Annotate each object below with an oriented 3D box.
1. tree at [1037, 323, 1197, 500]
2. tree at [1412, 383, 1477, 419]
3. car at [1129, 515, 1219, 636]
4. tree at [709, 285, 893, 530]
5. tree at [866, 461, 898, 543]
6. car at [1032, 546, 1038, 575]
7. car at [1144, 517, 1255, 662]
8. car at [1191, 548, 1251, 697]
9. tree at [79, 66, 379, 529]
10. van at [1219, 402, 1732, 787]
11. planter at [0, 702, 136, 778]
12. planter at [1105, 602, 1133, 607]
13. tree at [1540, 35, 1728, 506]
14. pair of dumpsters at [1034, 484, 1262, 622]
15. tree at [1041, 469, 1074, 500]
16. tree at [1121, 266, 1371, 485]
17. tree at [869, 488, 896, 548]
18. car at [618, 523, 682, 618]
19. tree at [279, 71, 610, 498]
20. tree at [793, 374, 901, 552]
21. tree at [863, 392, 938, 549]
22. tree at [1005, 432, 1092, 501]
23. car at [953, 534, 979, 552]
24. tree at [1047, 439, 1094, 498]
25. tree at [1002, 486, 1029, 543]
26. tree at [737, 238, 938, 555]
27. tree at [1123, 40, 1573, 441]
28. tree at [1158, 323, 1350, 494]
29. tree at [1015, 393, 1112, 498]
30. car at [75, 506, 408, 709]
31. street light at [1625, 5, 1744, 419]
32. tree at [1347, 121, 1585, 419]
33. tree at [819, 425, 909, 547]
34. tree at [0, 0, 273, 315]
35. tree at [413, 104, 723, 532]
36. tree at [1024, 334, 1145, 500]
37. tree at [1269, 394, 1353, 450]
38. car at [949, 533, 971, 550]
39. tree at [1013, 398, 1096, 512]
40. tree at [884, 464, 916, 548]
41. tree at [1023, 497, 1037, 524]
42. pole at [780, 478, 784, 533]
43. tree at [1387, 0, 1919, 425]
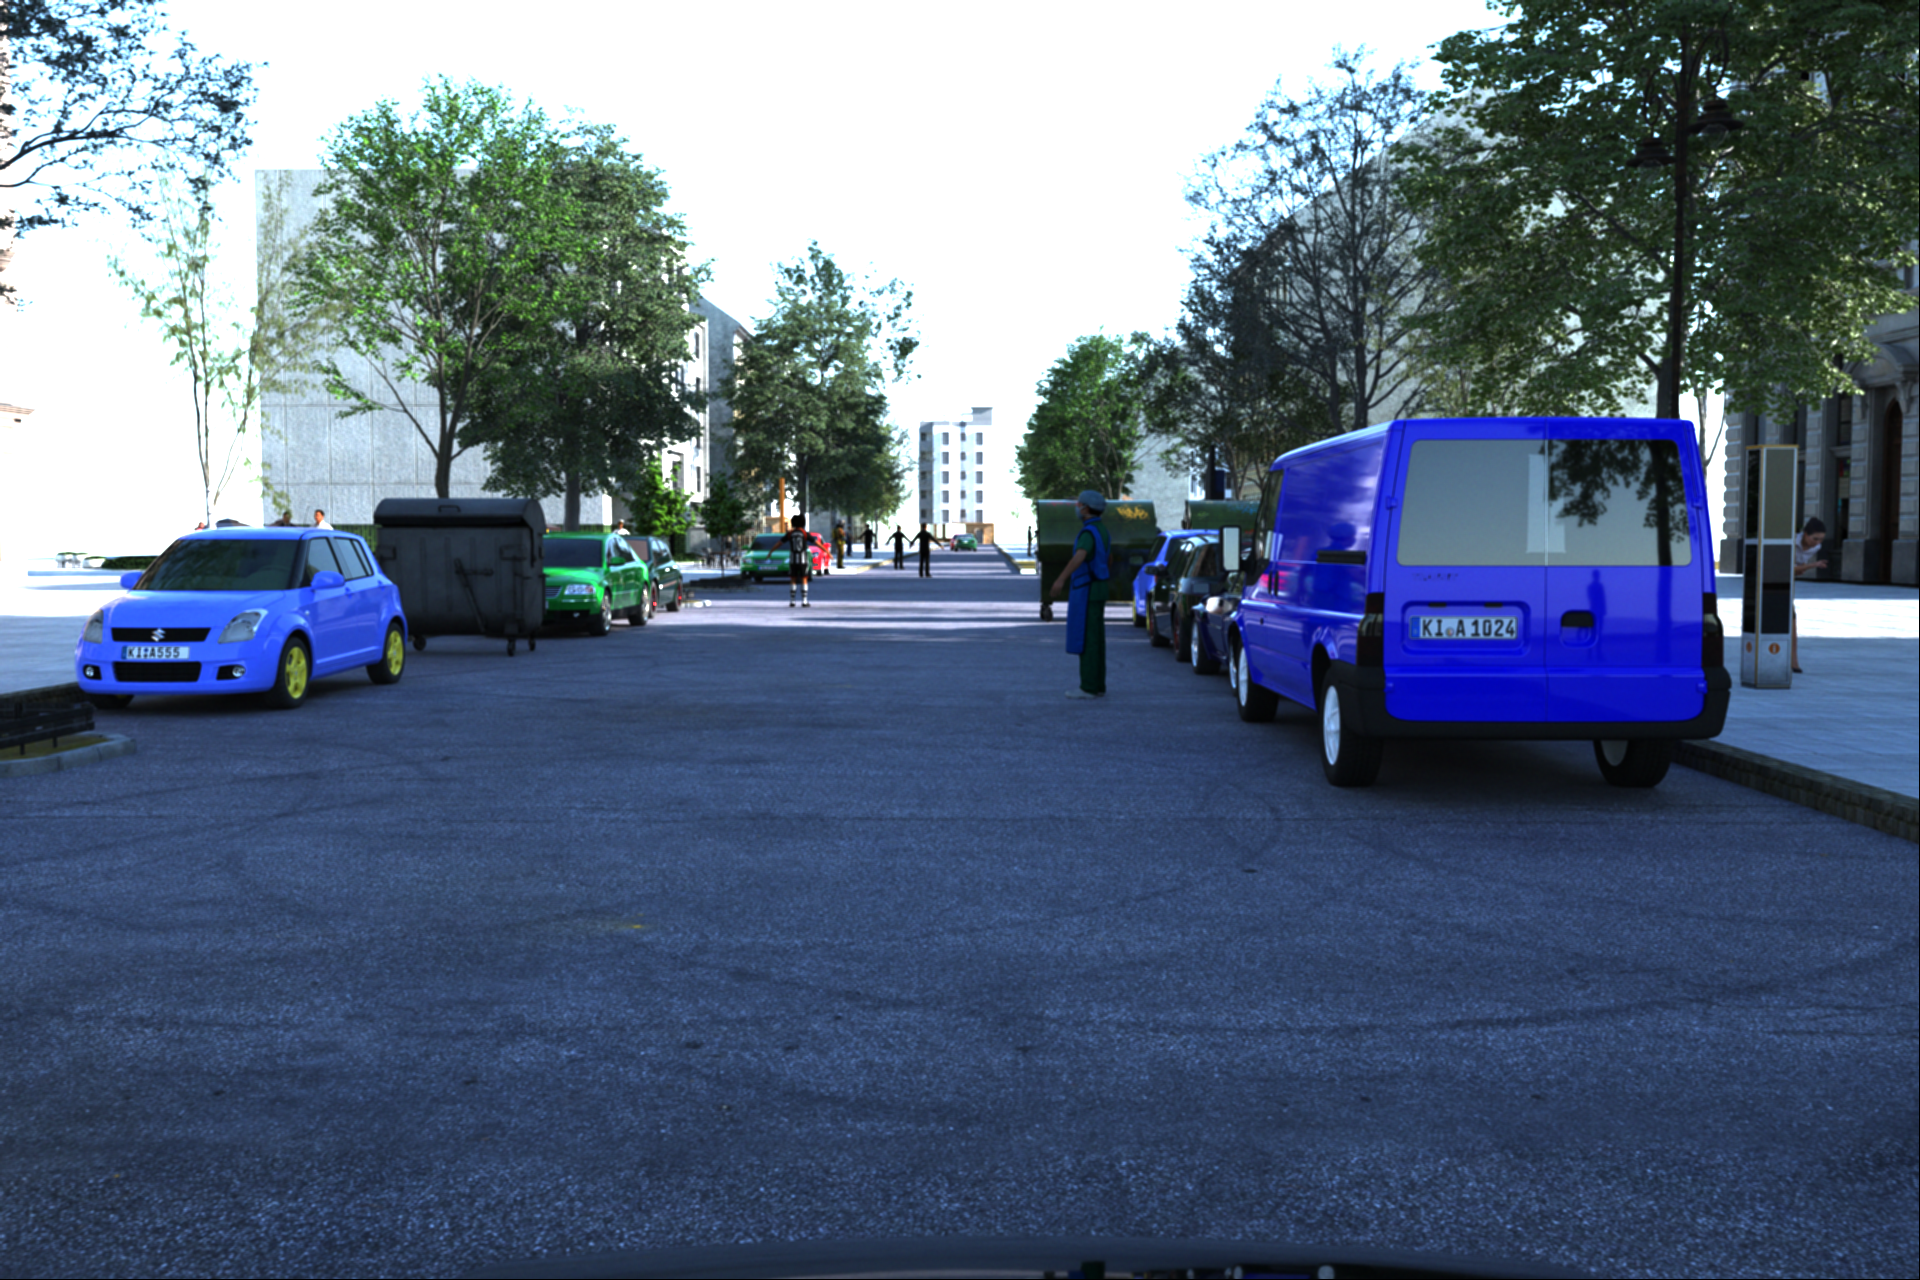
[{"bbox_3d":[7.528,-9.689,84.173,9.928,11.665,9.643,0,3,0],"label":"tree"},{"bbox_3d":[22.909,-7.976,80.778,4.737,8.622,4.395,0,3,0],"label":"tree"},{"bbox_3d":[3.489,-0.978,25.579,1.945,1.707,3.694,0,4,1],"label":"car"},{"bbox_3d":[-8.099,-11.219,90.092,9.857,13.997,8.962,0,3,0],"label":"tree"},{"bbox_3d":[-12.509,-20.583,254.658,7.486,12.596,7.792,0,3,0],"label":"tree"},{"bbox_3d":[3.660,-3.066,62.490,2.083,1.381,4.827,0,4,1],"label":"car"},{"bbox_3d":[3.277,-0.675,20.822,2.009,1.686,4.222,0,4,0],"label":"car"},{"bbox_3d":[3.251,-0.242,16.531,1.945,1.354,3.894,0,4,0],"label":"car"},{"bbox_3d":[-12.428,-4.756,28.122,4.360,8.622,3.978,0,3,0],"label":"tree"},{"bbox_3d":[3.053,-0.433,11.457,2.240,2.365,5.245,0,4,0],"label":"van"},{"bbox_3d":[-6.412,0.627,10.893,1.991,0.319,1.994,0,4,2],"label":"planter"},{"bbox_3d":[3.652,-0.849,35.019,1.991,0.319,1.994,0,4,1],"label":"planter"},{"bbox_3d":[28.029,-12.960,67.786,12.611,20.169,13.585,0,3,0],"label":"tree"},{"bbox_3d":[3.439,-1.446,28.585,4.436,2.255,1.574,0,3,0],"label":"pair of dumpsters"},{"bbox_3d":[7.903,-11.108,131.982,4.737,8.622,4.395,0,3,0],"label":"tree"},{"bbox_3d":[9.590,-7.591,58.532,8.767,10.594,7.601,1,4,8],"label":"tree"},{"bbox_3d":[-7.484,-12.706,158.110,4.737,8.622,4.395,0,3,0],"label":"tree"},{"bbox_3d":[-6.034,-1.275,30.636,2.009,1.686,4.222,0,4,1],"label":"car"},{"bbox_3d":[-11.771,-6.956,39.482,9.928,11.665,9.643,0,3,0],"label":"tree"},{"bbox_3d":[-8.009,-12.525,122.912,7.486,12.596,7.792,0,3,0],"label":"tree"},{"bbox_3d":[-7.099,-14.554,148.331,12.009,13.543,11.850,0,3,0],"label":"tree"},{"bbox_3d":[8.207,-14.356,160.471,9.928,11.665,9.643,0,3,0],"label":"tree"},{"bbox_3d":[0.465,-7.944,141.689,2.131,1.459,4.920,0,4,1],"label":"car"},{"bbox_3d":[7.300,-9.753,109.829,4.360,8.622,3.978,0,3,0],"label":"tree"},{"bbox_3d":[8.905,-19.006,261.112,4.360,8.622,3.978,0,3,0],"label":"tree"},{"bbox_3d":[-7.652,-15.515,109.554,12.611,20.169,13.585,0,3,0],"label":"tree"},{"bbox_3d":[9.690,-8.098,42.771,12.009,13.543,11.850,0,3,0],"label":"tree"},{"bbox_3d":[12.529,-8.351,70.948,8.767,10.594,7.601,-2,4,-28],"label":"tree"},{"bbox_3d":[7.851,-12.198,125.186,9.928,11.665,9.643,0,3,0],"label":"tree"},{"bbox_3d":[-6.253,-0.350,15.313,1.945,1.707,3.694,0,4,1],"label":"car"},{"bbox_3d":[6.561,-2.634,15.862,0.468,5.910,1.993,0,4,1],"label":"street light"},{"bbox_3d":[9.531,-4.933,31.011,4.360,8.622,3.978,0,3,0],"label":"tree"},{"bbox_3d":[-7.541,-12.145,132.982,7.601,10.594,8.767,-1,4,-23],"label":"tree"},{"bbox_3d":[-12.151,-6.462,16.028,12.009,13.543,11.850,0,3,0],"label":"tree"},{"bbox_3d":[-12.026,-8.976,53.407,9.857,13.997,8.962,0,3,0],"label":"tree"},{"bbox_3d":[7.096,-11.050,98.787,7.486,12.596,7.792,0,3,0],"label":"tree"},{"bbox_3d":[16.148,-8.035,81.728,4.360,8.622,3.978,0,3,0],"label":"tree"},{"bbox_3d":[0.081,-8.785,152.679,2.155,1.783,4.494,0,4,1],"label":"car"},{"bbox_3d":[7.747,-13.723,142.493,7.486,12.596,7.792,0,3,0],"label":"tree"},{"bbox_3d":[-6.535,-13.080,164.222,4.737,8.622,4.395,0,3,0],"label":"tree"},{"bbox_3d":[11.842,-18.601,254.484,4.360,8.622,3.978,0,3,0],"label":"tree"},{"bbox_3d":[-6.482,-4.236,63.100,0.158,3.312,0.155,0,3,0],"label":"pole"},{"bbox_3d":[9.400,-6.340,21.787,7.486,12.596,7.792,0,3,0],"label":"tree"}]
